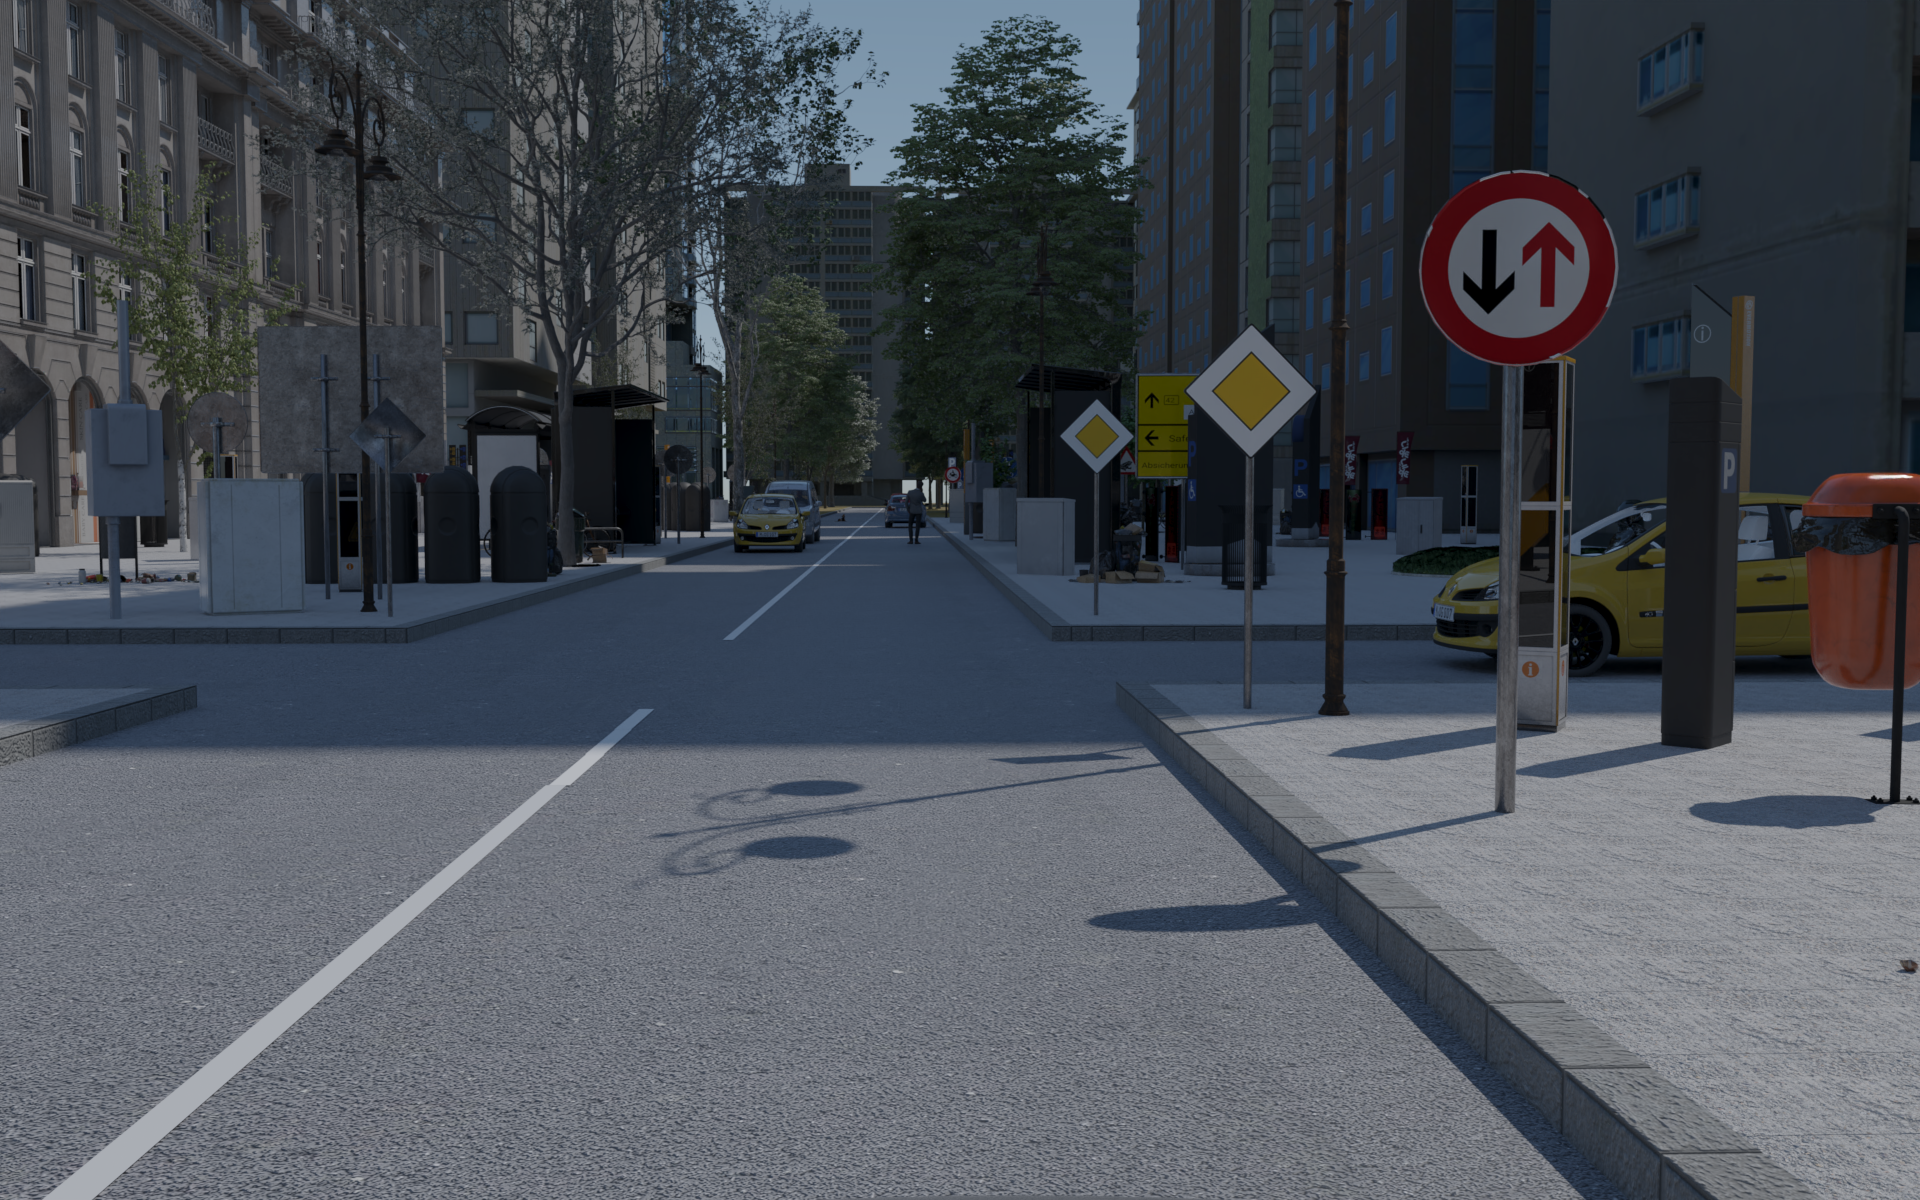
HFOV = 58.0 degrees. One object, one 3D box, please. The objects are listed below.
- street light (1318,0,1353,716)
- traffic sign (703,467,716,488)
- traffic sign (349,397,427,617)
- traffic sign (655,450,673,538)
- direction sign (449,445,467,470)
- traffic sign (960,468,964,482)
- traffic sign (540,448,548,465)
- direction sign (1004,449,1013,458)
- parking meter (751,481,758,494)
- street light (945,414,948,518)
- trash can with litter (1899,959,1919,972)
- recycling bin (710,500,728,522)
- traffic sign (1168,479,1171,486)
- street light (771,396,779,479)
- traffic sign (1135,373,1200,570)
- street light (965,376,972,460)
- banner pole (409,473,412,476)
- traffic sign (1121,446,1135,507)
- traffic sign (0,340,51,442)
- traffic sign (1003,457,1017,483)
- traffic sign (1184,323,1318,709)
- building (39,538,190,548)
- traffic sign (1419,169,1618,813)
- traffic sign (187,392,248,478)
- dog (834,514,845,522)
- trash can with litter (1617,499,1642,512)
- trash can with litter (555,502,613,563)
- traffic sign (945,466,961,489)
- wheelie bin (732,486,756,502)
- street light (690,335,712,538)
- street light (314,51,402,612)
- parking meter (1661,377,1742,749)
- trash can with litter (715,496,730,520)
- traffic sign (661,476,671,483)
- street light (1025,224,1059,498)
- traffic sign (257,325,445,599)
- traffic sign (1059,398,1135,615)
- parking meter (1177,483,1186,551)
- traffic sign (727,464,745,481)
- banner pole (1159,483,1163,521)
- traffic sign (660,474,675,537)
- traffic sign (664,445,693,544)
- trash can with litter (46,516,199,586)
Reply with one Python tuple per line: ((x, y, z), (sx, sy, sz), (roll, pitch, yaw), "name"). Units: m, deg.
((2.179, -2.271, 9.915), (0.468, 5.910, 1.993), (0, 4, -2), "street light")
((-11.731, -4.923, 80.589), (0.768, 2.556, 0.104), (0, 4, 5), "traffic sign")
((-5.952, -0.881, 18.044), (0.795, 2.450, 0.064), (0, 4, -2), "traffic sign")
((-8.518, -3.054, 50.033), (0.768, 2.556, 0.104), (0, 4, 0), "traffic sign")
((-23.070, -5.360, 79.634), (0.876, 3.537, 0.379), (1, 4, 15), "direction sign")
((0.353, -4.939, 80.851), (0.768, 2.556, 0.104), (0, 4, 8), "traffic sign")
((-11.496, -2.857, 46.814), (0.768, 2.556, 0.104), (0, 4, 8), "traffic sign")
((2.407, -5.851, 87.656), (0.379, 3.537, 0.876), (3, 5, 41), "direction sign")
((-9.436, -4.522, 79.642), (0.255, 1.863, 0.399), (-1, 4, -17), "parking meter")
((-0.737, -7.353, 93.009), (0.468, 5.910, 1.993), (0, 4, -2), "street light")
((3.785, 0.391, 4.665), (2.233, 1.210, 1.678), (2, 4, 26), "trash can with litter")
((-10.987, -4.053, 78.827), (0.722, 1.027, 0.722), (-2, 4, -25), "recycling bin")
((5.490, -2.766, 45.332), (0.768, 2.556, 0.104), (0, 3, 0), "traffic sign")
((-8.717, -6.659, 81.668), (0.468, 5.910, 1.993), (0, 4, -2), "street light")
((4.089, -2.160, 29.184), (2.265, 3.308, 0.079), (0, 4, 3), "traffic sign")
((0.308, -5.443, 61.786), (0.468, 5.910, 1.993), (0, 4, -2), "street light")
((-14.303, -3.315, 44.215), (0.401, 3.779, 0.863), (2, 4, 33), "banner pole")
((4.519, -2.877, 47.041), (0.884, 2.594, 0.081), (0, 4, 6), "traffic sign")
((-5.674, -0.393, 10.063), (0.795, 2.450, 0.064), (0, 4, -2), "traffic sign")
((1.630, -3.633, 59.499), (0.768, 2.556, 0.104), (0, 4, 3), "traffic sign")
((1.717, -0.407, 10.300), (0.795, 2.450, 0.064), (0, 4, -2), "traffic sign")
((-27.538, -12.268, 42.376), (13.314, 21.916, 24.055), (0, 4, -2), "building")
((2.202, -0.417, 6.920), (0.768, 2.556, 0.104), (0, 4, 5), "traffic sign")
((-9.273, -1.317, 21.639), (0.768, 2.556, 0.104), (0, 4, 1), "traffic sign")
((-6.230, -4.286, 90.263), (0.748, 0.427, 0.550), (-1, 4, -14), "dog")
((13.569, -1.448, 35.054), (0.624, 1.170, 1.055), (2, 4, 35), "trash can with litter")
((-7.018, -1.280, 32.313), (1.055, 1.170, 0.624), (-1, 4, -11), "trash can with litter")
((-0.321, -4.856, 79.503), (0.768, 2.556, 0.104), (0, 4, 7), "traffic sign")
((-8.396, -3.621, 67.118), (0.693, 1.594, 0.980), (-3, 5, -41), "wheelie bin")
((-7.530, -4.750, 50.451), (0.468, 5.910, 1.993), (0, 4, -2), "street light")
((-6.447, -2.809, 18.712), (0.468, 5.910, 1.993), (0, 4, -2), "street light")
((3.793, -0.192, 8.858), (0.255, 1.863, 0.399), (3, 5, 42), "parking meter")
((-11.940, -4.512, 84.823), (2.233, 1.210, 1.678), (3, 5, 39), "trash can with litter")
((-13.260, -4.726, 77.377), (0.768, 2.556, 0.104), (0, 4, 5), "traffic sign")
((1.413, -3.500, 30.009), (0.468, 5.910, 1.993), (0, 4, -2), "street light")
((-7.381, -1.659, 21.000), (2.265, 3.308, 0.079), (0, 4, 3), "traffic sign")
((1.438, -0.895, 18.280), (0.795, 2.450, 0.064), (0, 4, -2), "traffic sign")
((5.065, -1.876, 39.086), (0.372, 1.533, 0.369), (0, 3, 0), "parking meter")
((-9.443, -4.463, 73.076), (0.768, 2.556, 0.104), (0, 4, 4), "traffic sign")
((9.676, -5.704, 83.277), (0.401, 3.779, 0.863), (1, 4, 16), "banner pole")
((-8.980, -3.176, 51.928), (0.884, 2.594, 0.081), (0, 4, 4), "traffic sign")
((-7.243, -2.717, 44.534), (0.768, 2.556, 0.104), (0, 4, 3), "traffic sign")
((-11.834, -0.858, 25.081), (2.233, 1.210, 1.678), (0, 4, -4), "trash can with litter")
